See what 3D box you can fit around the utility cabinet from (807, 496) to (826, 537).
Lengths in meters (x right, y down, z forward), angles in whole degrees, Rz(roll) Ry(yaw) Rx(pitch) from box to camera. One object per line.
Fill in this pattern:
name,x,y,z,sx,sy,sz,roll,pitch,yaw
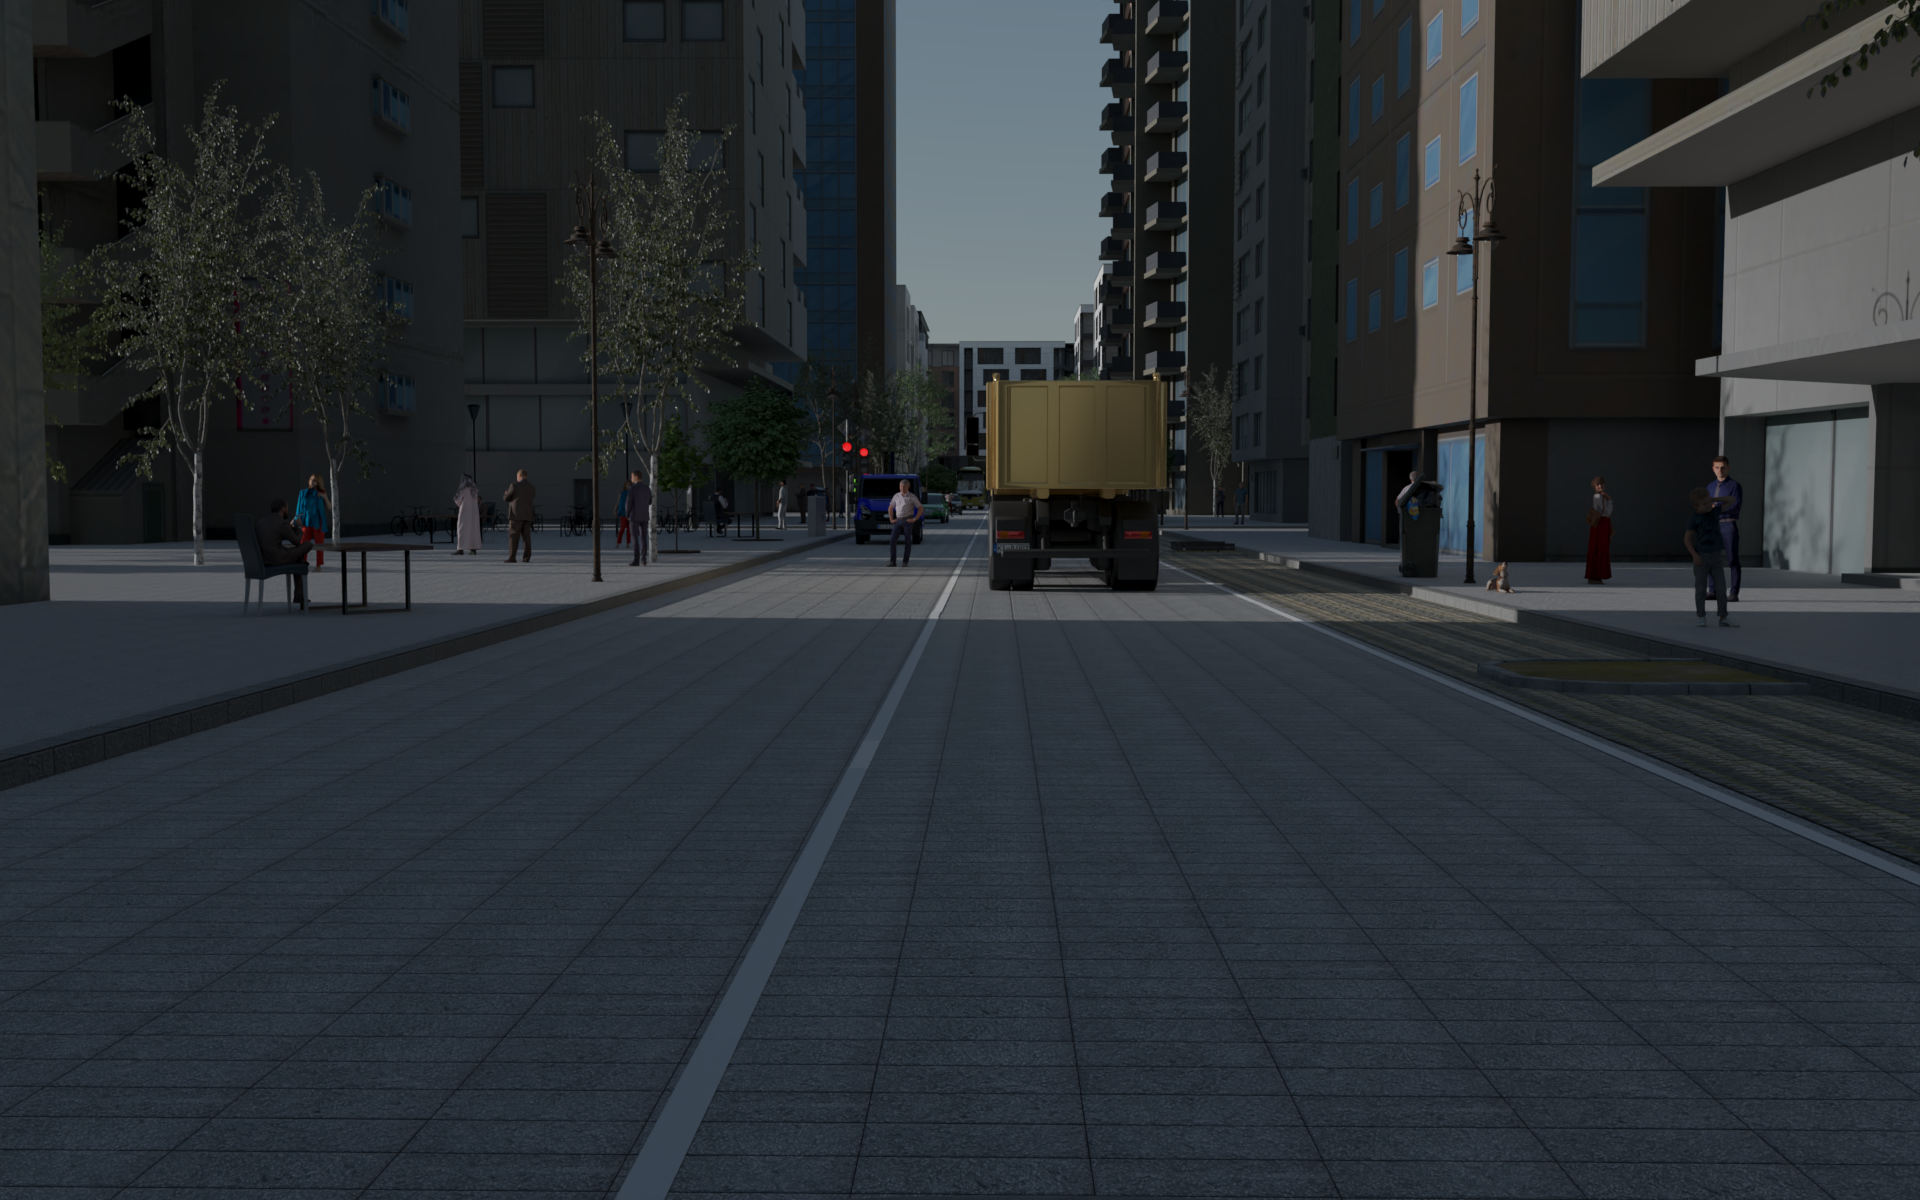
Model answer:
utility cabinet,-4.330,-2.529,52.518,0.306,1.237,1.020,1,4,12

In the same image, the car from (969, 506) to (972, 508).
car,0.333,-10.142,174.625,1.959,1.807,4.718,0,4,2

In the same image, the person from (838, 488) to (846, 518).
person,-6.202,-5.118,91.678,0.435,1.587,0.963,-1,4,-15

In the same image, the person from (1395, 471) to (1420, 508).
person,8.656,-1.580,32.807,0.756,1.711,0.436,2,4,28

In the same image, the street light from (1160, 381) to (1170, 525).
street light,8.270,-5.994,70.782,0.468,5.910,1.993,0,4,1

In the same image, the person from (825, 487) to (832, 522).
person,-6.295,-4.468,80.962,0.647,1.594,0.662,3,5,42

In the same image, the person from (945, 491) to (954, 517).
person,-0.642,-5.926,106.846,0.566,1.644,0.517,-2,4,-28

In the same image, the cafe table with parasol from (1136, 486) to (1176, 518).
cafe table with parasol,10.520,-5.499,94.769,2.610,1.966,2.610,0,4,7

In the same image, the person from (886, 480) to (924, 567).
person,-1.122,-1.505,34.044,0.756,1.711,0.436,2,4,33

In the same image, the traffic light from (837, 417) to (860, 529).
traffic light,-4.049,-4.518,62.793,0.839,4.253,0.868,0,4,1

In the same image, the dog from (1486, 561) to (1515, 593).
dog,7.161,-0.306,22.742,0.550,0.427,0.748,3,5,42

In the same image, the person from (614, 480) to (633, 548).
person,-7.906,-2.041,41.112,0.593,1.614,0.444,0,4,-6

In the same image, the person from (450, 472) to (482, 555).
person,-10.374,-1.818,36.439,0.621,1.740,0.551,0,4,6

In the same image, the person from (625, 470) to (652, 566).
person,-5.734,-1.466,30.938,0.541,1.710,0.530,-2,4,-35

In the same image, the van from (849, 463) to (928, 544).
van,-2.048,-2.851,50.993,2.240,2.365,5.245,0,4,0

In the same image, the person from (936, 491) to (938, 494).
person,-2.494,-10.844,182.974,0.705,1.869,1.348,1,4,14

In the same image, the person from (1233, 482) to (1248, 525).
person,11.766,-4.073,72.762,0.598,1.807,0.434,3,5,40

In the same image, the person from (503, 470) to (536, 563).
person,-8.284,-1.574,32.462,0.600,1.739,0.565,1,4,16

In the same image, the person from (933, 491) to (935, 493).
person,-3.110,-12.083,205.073,0.415,1.643,0.593,-3,4,-36

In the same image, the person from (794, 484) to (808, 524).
person,-6.920,-4.194,75.307,0.600,1.739,0.565,-2,4,-33

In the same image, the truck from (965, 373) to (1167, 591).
truck,1.753,-2.042,29.316,3.469,3.379,9.791,0,4,1

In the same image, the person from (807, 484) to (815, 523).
person,-6.571,-4.291,76.907,0.576,1.737,0.504,0,4,-5

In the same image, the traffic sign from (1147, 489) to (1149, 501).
traffic sign,8.258,-4.649,76.014,0.884,2.594,0.081,0,4,6

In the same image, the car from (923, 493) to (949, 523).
car,-1.506,-4.709,85.786,1.959,1.807,4.718,0,4,3

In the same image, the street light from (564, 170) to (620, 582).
street light,-5.311,-3.204,25.174,0.468,5.910,1.993,0,4,1

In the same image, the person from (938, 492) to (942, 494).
person,-2.273,-11.470,194.402,1.217,1.723,0.721,-1,4,-10

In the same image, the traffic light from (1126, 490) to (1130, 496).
traffic light,6.071,-4.506,62.596,0.839,4.253,0.868,0,4,1

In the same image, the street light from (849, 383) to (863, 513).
street light,-4.258,-6.012,71.085,0.468,5.910,1.993,0,4,1

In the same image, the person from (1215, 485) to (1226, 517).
person,14.376,-5.440,95.516,0.617,1.759,0.750,0,4,5

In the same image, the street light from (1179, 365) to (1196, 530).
street light,8.142,-5.468,62.188,0.468,5.910,1.993,0,4,1

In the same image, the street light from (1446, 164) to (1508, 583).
street light,7.338,-3.178,24.751,0.468,5.910,1.993,0,4,1

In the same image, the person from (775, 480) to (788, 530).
person,-6.407,-3.414,62.013,0.789,1.805,0.875,0,4,3

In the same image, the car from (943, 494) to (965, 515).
car,-0.682,-6.627,118.145,2.009,1.686,4.222,0,3,0

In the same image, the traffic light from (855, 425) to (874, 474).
traffic light,-3.880,-5.006,70.776,0.839,4.253,0.868,0,4,1

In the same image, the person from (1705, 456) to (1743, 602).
person,9.064,-0.855,20.723,0.504,1.737,0.576,-3,4,-36

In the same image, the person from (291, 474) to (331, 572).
person,-10.635,-1.264,28.412,0.593,1.614,0.444,2,4,32

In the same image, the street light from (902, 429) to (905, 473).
street light,-3.580,-8.288,108.290,0.468,5.910,1.993,0,4,1

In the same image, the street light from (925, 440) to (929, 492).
street light,-2.767,-10.552,145.308,0.468,5.910,1.993,0,4,1

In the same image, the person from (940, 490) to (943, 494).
person,-2.347,-12.561,211.943,1.217,1.766,0.721,2,4,26

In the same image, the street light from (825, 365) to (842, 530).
street light,-4.529,-5.473,62.270,0.468,5.910,1.993,0,4,1

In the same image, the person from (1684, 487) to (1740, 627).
person,7.270,-0.415,16.732,0.435,1.345,0.340,-1,4,-8

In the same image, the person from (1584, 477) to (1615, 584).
person,9.109,-0.988,24.661,0.387,1.526,0.523,2,4,26
